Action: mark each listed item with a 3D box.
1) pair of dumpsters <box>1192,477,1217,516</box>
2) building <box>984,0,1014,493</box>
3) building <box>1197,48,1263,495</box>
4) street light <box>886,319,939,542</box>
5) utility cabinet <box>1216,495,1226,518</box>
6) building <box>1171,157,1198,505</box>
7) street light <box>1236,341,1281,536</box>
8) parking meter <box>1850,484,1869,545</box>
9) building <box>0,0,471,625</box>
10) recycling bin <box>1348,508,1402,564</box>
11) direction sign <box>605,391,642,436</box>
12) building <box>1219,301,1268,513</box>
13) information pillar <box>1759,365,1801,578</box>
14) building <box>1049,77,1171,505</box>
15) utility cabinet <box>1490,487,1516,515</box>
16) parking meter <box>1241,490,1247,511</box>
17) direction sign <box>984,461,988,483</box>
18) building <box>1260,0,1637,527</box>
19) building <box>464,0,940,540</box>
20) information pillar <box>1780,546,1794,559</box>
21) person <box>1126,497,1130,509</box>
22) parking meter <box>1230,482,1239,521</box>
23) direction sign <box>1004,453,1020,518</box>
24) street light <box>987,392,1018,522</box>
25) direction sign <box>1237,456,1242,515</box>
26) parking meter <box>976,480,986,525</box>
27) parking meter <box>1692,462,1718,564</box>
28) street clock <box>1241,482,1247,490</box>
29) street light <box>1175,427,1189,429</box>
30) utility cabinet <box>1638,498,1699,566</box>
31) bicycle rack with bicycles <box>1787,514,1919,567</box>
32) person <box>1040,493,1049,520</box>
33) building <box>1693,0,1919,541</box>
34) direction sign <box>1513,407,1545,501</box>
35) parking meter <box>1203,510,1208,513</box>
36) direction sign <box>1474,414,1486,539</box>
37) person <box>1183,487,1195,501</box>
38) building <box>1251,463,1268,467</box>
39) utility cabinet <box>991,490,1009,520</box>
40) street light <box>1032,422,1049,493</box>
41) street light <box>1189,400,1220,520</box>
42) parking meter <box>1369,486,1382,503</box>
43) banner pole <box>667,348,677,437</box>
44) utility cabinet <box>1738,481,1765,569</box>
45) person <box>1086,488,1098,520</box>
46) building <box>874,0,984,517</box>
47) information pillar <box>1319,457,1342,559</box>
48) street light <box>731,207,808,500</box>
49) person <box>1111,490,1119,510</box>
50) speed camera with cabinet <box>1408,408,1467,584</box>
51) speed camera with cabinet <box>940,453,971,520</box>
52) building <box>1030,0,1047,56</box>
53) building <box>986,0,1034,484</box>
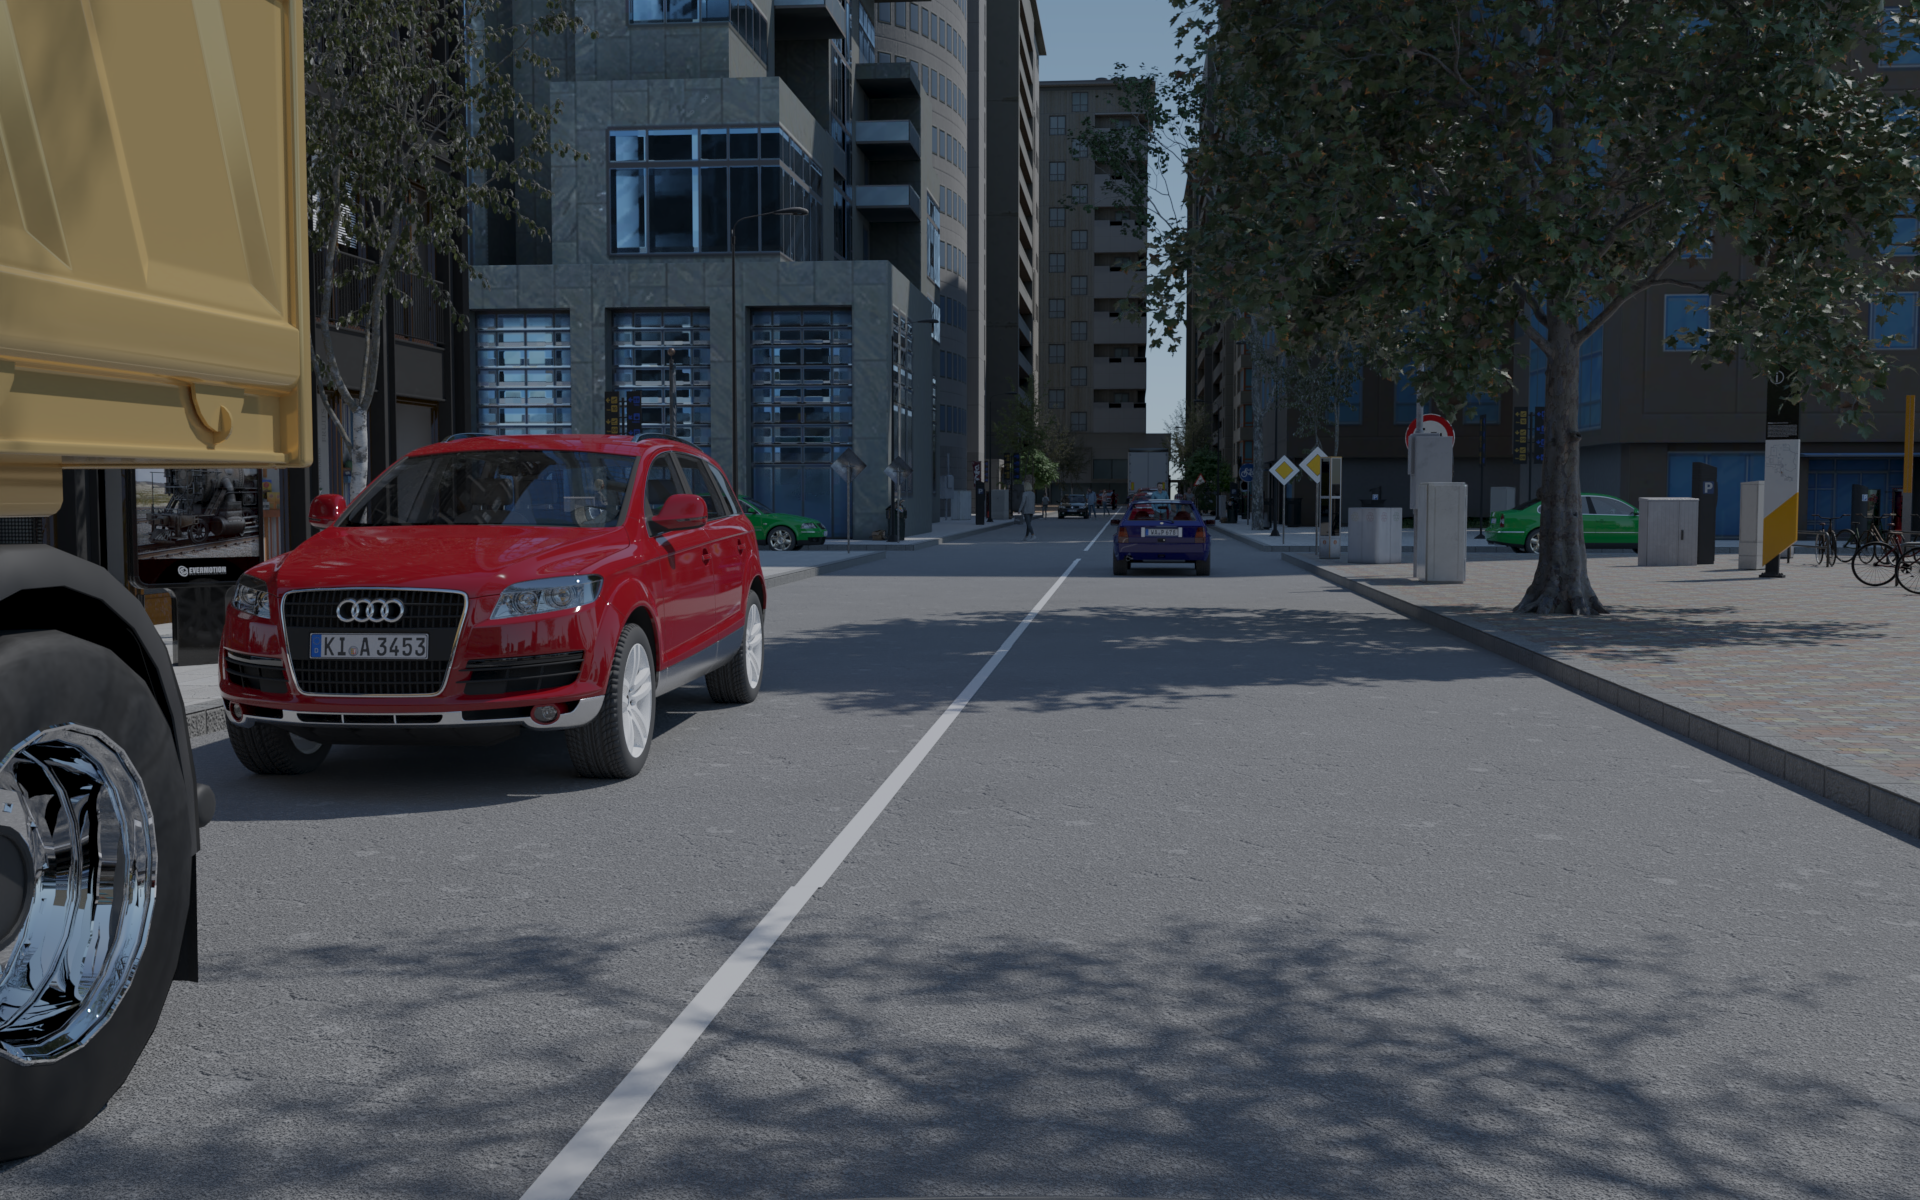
[{"bbox_3d":[14.549,-6.105,102.309,1.574,2.255,4.437,0,4,6],"label":"pair of dumpsters"},{"bbox_3d":[-6.379,-42.327,130.299,20.563,71.187,20.611,0,4,6],"label":"building"},{"bbox_3d":[35.712,-33.964,179.006,21.300,48.544,21.600,0,4,6],"label":"building"},{"bbox_3d":[-1.254,-4.496,46.048,1.470,5.913,1.316,0,4,6],"label":"street light"},{"bbox_3d":[13.793,-4.914,91.505,0.306,1.237,1.020,1,4,23],"label":"utility cabinet"},{"bbox_3d":[40.565,-34.200,213.793,28.867,44.769,22.147,0,4,6],"label":"building"},{"bbox_3d":[9.038,-4.892,52.519,1.470,5.913,1.316,0,4,6],"label":"street light"},{"bbox_3d":[22.904,-2.184,44.111,0.372,1.533,0.369,0,3,0],"label":"parking meter"},{"bbox_3d":[-13.783,-11.430,16.564,12.332,23.373,15.834,0,4,6],"label":"building"},{"bbox_3d":[7.678,-1.193,32.060,0.722,1.027,0.722,-3,4,-37],"label":"recycling bin"},{"bbox_3d":[-7.412,-2.825,38.186,0.876,3.537,0.379,1,4,16],"label":"direction sign"},{"bbox_3d":[34.580,-17.586,132.572,27.650,21.520,28.899,0,4,6],"label":"building"},{"bbox_3d":[12.535,-2.146,26.437,0.504,3.616,0.183,3,5,40],"label":"information pillar"},{"bbox_3d":[12.948,-38.616,220.613,27.495,52.752,28.713,0,4,6],"label":"building"},{"bbox_3d":[16.590,-2.706,52.923,0.318,1.500,1.173,0,4,-5],"label":"utility cabinet"},{"bbox_3d":[16.365,-5.574,99.541,0.372,1.533,0.369,0,3,0],"label":"parking meter"},{"bbox_3d":[1.554,-7.684,117.634,0.876,3.537,0.379,-2,4,-35],"label":"direction sign"},{"bbox_3d":[20.233,-25.825,72.346,14.600,45.320,14.200,0,4,6],"label":"building"},{"bbox_3d":[-11.559,-45.828,61.957,22.319,86.520,31.000,0,4,6],"label":"building"},{"bbox_3d":[16.378,-1.827,34.360,0.304,2.012,0.304,3,4,37],"label":"information pillar"},{"bbox_3d":[16.042,-9.331,164.301,0.697,1.427,0.421,-3,5,-41],"label":"person"},{"bbox_3d":[12.868,-4.618,81.221,0.399,1.863,0.255,1,4,15],"label":"parking meter"},{"bbox_3d":[2.827,-6.284,94.746,0.876,3.537,0.379,-1,4,-10],"label":"direction sign"},{"bbox_3d":[1.912,-6.504,78.880,1.470,5.913,1.316,0,4,6],"label":"street light"},{"bbox_3d":[16.787,-6.853,104.037,0.379,3.537,0.876,2,4,23],"label":"direction sign"},{"bbox_3d":[0.852,-4.056,72.023,0.399,1.863,0.255,0,4,-6],"label":"parking meter"},{"bbox_3d":[13.593,-1.586,31.641,0.399,1.863,0.255,-1,4,-12],"label":"parking meter"},{"bbox_3d":[16.552,-5.873,100.590,0.358,2.002,0.471,-3,5,-39],"label":"street clock"},{"bbox_3d":[15.477,-8.962,119.067,1.470,5.913,1.316,0,4,6],"label":"street light"},{"bbox_3d":[12.688,-1.215,31.023,1.020,1.237,0.306,-1,4,-12],"label":"utility cabinet"},{"bbox_3d":[16.272,-1.090,31.212,2.852,0.926,2.925,0,4,6],"label":"bicycle rack with bicycles"},{"bbox_3d":[4.742,-5.269,97.243,0.523,1.515,0.503,2,4,29],"label":"person"},{"bbox_3d":[25.874,-24.616,52.582,14.200,45.320,14.600,0,4,6],"label":"building"},{"bbox_3d":[14.790,-3.237,44.922,0.876,3.537,0.379,0,4,5],"label":"direction sign"},{"bbox_3d":[16.464,-6.589,116.143,0.372,1.533,0.369,0,3,0],"label":"parking meter"},{"bbox_3d":[14.922,-3.518,49.513,0.379,3.537,0.876,0,4,7],"label":"direction sign"},{"bbox_3d":[10.925,-4.548,83.221,0.716,1.782,0.532,-1,4,-10],"label":"person"},{"bbox_3d":[29.916,-29.485,101.693,23.786,49.044,30.456,0,4,6],"label":"building"},{"bbox_3d":[1.922,-4.724,85.908,0.318,1.500,1.173,-3,4,-38],"label":"utility cabinet"},{"bbox_3d":[5.248,-8.525,111.926,1.470,5.913,1.316,0,4,6],"label":"street light"},{"bbox_3d":[12.183,-6.900,85.352,1.470,5.913,1.316,0,4,6],"label":"street light"},{"bbox_3d":[12.700,-2.726,52.989,0.372,1.533,0.369,0,3,0],"label":"parking meter"},{"bbox_3d":[-4.883,-2.419,29.568,0.401,3.779,0.863,-1,4,-16],"label":"banner pole"},{"bbox_3d":[13.624,-1.274,29.503,0.318,1.500,1.173,3,5,43],"label":"utility cabinet"},{"bbox_3d":[7.281,-5.309,95.569,0.793,1.790,0.793,-1,4,-19],"label":"person"},{"bbox_3d":[-10.225,-34.153,100.400,21.231,58.520,28.212,0,4,6],"label":"building"},{"bbox_3d":[7.300,-1.814,34.144,0.304,2.012,0.304,-2,4,-33],"label":"information pillar"},{"bbox_3d":[-3.152,-3.408,28.266,1.470,5.913,1.316,0,4,6],"label":"street light"},{"bbox_3d":[13.841,-8.996,155.545,0.705,1.831,1.348,-2,4,-25],"label":"person"},{"bbox_3d":[7.089,-1.918,25.691,0.660,3.252,2.038,0,4,7],"label":"speed camera with cabinet"},{"bbox_3d":[-0.286,-5.542,84.947,0.660,3.252,2.038,3,5,39],"label":"speed camera with cabinet"},{"bbox_3d":[-5.504,-36.129,179.939,27.495,52.752,28.713,0,4,6],"label":"building"},{"bbox_3d":[-4.806,-32.312,152.004,21.300,48.544,21.600,0,4,6],"label":"building"}]
